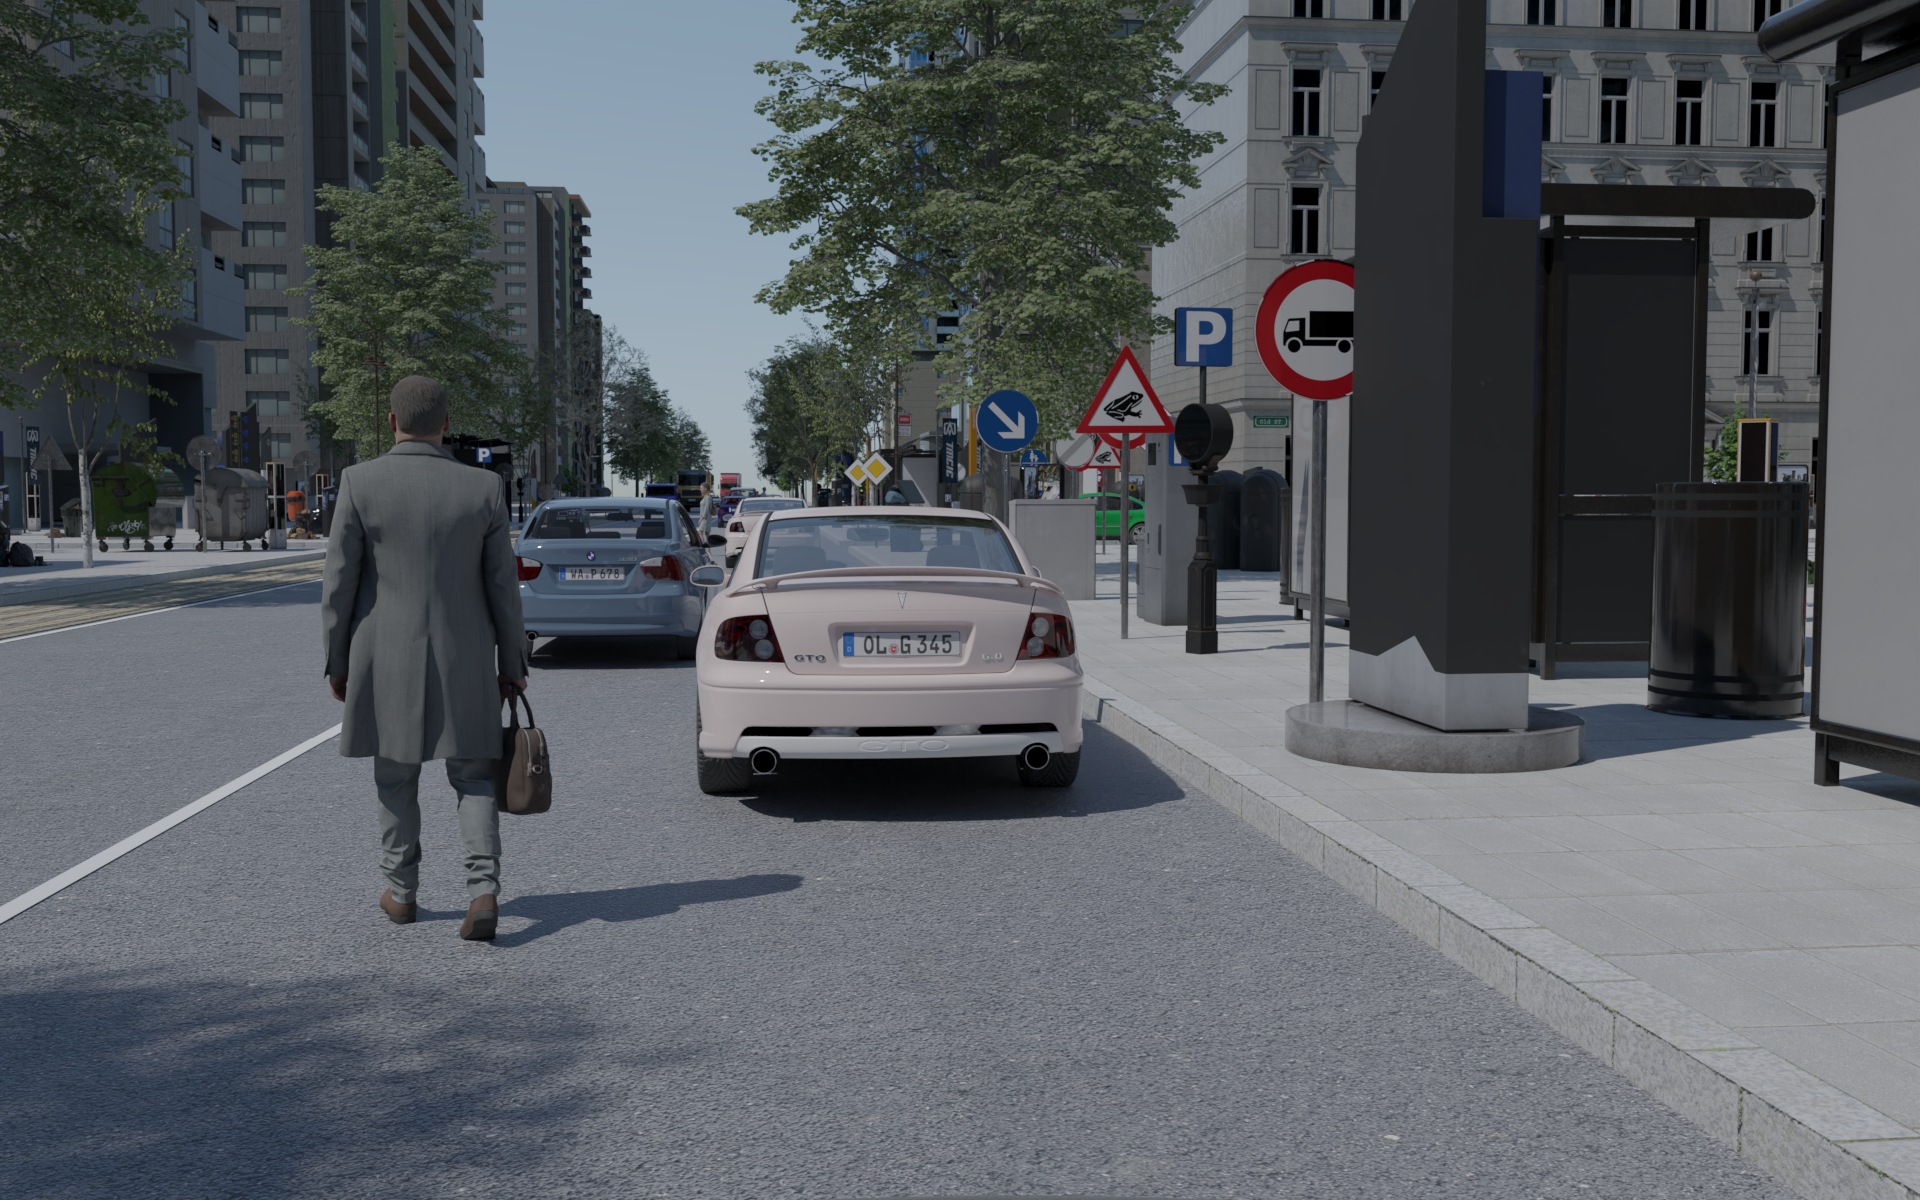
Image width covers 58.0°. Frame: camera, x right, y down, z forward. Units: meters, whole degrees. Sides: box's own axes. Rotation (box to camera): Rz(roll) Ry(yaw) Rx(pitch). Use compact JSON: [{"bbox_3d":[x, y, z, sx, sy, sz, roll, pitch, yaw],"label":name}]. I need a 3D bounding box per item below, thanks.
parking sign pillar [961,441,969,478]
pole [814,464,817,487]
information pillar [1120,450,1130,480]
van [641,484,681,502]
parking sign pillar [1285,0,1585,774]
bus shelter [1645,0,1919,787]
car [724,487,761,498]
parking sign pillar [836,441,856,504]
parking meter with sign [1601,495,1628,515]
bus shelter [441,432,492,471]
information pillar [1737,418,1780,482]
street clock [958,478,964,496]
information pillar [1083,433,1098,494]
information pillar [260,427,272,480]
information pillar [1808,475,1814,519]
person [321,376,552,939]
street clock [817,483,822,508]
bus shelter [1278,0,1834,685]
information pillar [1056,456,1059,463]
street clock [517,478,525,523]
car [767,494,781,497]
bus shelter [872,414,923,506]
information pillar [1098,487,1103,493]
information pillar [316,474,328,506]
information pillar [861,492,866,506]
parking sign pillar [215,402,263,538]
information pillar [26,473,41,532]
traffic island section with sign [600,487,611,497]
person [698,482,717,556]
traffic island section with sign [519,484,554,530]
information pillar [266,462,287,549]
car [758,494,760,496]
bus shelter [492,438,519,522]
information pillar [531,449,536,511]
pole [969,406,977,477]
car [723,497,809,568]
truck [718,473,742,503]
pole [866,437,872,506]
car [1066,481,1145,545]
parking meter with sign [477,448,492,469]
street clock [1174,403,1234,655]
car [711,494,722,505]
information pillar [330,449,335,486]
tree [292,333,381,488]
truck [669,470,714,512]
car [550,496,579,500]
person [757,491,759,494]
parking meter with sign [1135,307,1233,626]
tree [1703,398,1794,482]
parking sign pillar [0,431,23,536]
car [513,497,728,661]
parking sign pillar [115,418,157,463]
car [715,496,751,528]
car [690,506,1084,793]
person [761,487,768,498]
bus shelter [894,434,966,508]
[{"bbox_3d":[0.478,-5.476,78.003,1.447,3.967,1.447,-2,4,-25],"label":"parking sign pillar"},{"bbox_3d":[-9.634,-7.441,115.501,0.158,3.312,0.155,0,3,0],"label":"pole"},{"bbox_3d":[6.229,-4.542,65.611,0.183,3.616,0.504,-3,5,-40],"label":"information pillar"},{"bbox_3d":[-17.137,-5.820,99.538,2.240,2.365,5.245,-1,4,-8],"label":"van"},{"bbox_3d":[2.355,-1.227,8.535,1.447,3.967,1.447,0,4,-7],"label":"parking sign pillar"},{"bbox_3d":[4.730,-1.744,6.144,2.179,5.291,8.768,0,4,-7],"label":"bus shelter"},{"bbox_3d":[-12.577,-5.624,100.622,2.281,1.827,5.304,0,4,-6],"label":"car"},{"bbox_3d":[-5.725,-6.032,87.103,1.447,3.967,1.447,-3,4,-36],"label":"parking sign pillar"},{"bbox_3d":[13.356,-2.386,35.274,0.543,3.016,1.738,1,4,11],"label":"parking meter with sign"},{"bbox_3d":[-20.048,-4.730,68.615,1.731,3.624,6.357,0,4,-7],"label":"bus shelter"},{"bbox_3d":[7.833,-0.768,17.042,0.304,2.012,0.304,3,5,41],"label":"information pillar"},{"bbox_3d":[0.056,-4.323,75.254,0.358,2.002,0.471,2,4,30],"label":"street clock"},{"bbox_3d":[4.083,-3.832,54.004,0.504,3.616,0.183,2,4,30],"label":"information pillar"},{"bbox_3d":[-23.983,-4.195,59.948,0.183,3.616,0.504,1,4,17],"label":"information pillar"},{"bbox_3d":[31.952,-3.718,65.286,0.304,2.012,0.304,-2,4,-33],"label":"information pillar"},{"bbox_3d":[-1.726,0.178,5.685,0.694,1.812,0.767,-1,4,-23],"label":"person"},{"bbox_3d":[-9.565,-6.866,116.825,0.471,2.002,0.358,1,4,11],"label":"street clock"},{"bbox_3d":[4.342,-2.352,16.087,2.179,5.291,8.768,0,4,-6],"label":"bus shelter"},{"bbox_3d":[5.255,-6.254,93.599,0.183,3.616,0.504,-1,4,-11],"label":"information pillar"},{"bbox_3d":[-19.607,-4.449,77.310,0.358,2.002,0.471,0,4,1],"label":"street clock"},{"bbox_3d":[-12.918,-6.541,118.955,2.014,1.417,4.499,0,4,-7],"label":"car"},{"bbox_3d":[-3.204,-6.514,84.140,2.179,5.291,8.768,0,4,-7],"label":"bus shelter"},{"bbox_3d":[5.924,-4.283,74.513,0.304,2.012,0.304,-2,4,-32],"label":"information pillar"},{"bbox_3d":[-23.892,-3.697,64.938,0.304,2.012,0.304,1,4,21],"label":"information pillar"},{"bbox_3d":[-5.544,-5.745,98.429,0.304,2.012,0.304,1,4,9],"label":"information pillar"},{"bbox_3d":[-20.995,-3.781,50.284,1.447,3.967,1.447,1,4,18],"label":"parking sign pillar"},{"bbox_3d":[-31.642,-3.343,59.147,0.304,2.012,0.304,0,4,-2],"label":"information pillar"},{"bbox_3d":[-19.824,-5.409,97.070,1.989,1.847,2.006,0,4,-6],"label":"traffic island section with sign"},{"bbox_3d":[-5.880,-1.869,40.063,0.522,1.701,0.512,-1,4,-15],"label":"person"},{"bbox_3d":[-16.747,-3.762,70.133,1.989,1.847,2.006,0,4,-6],"label":"traffic island section with sign"},{"bbox_3d":[-15.905,-2.191,40.314,0.304,2.012,0.304,2,4,33],"label":"information pillar"},{"bbox_3d":[-22.959,-11.265,193.972,2.009,1.686,4.222,0,4,-5],"label":"car"},{"bbox_3d":[-20.524,-5.159,75.631,1.731,3.624,6.357,0,4,-7],"label":"bus shelter"},{"bbox_3d":[-22.281,-6.066,90.535,0.183,3.616,0.504,-3,4,-36],"label":"information pillar"},{"bbox_3d":[0.300,-2.834,40.181,0.158,3.312,0.155,0,3,0],"label":"pole"},{"bbox_3d":[-3.760,-1.384,34.991,2.083,1.381,4.827,0,4,-5],"label":"car"},{"bbox_3d":[-30.636,-14.826,231.325,2.839,4.237,11.283,0,4,-5],"label":"truck"},{"bbox_3d":[-3.259,-4.166,61.965,0.158,3.312,0.155,0,3,0],"label":"pole"},{"bbox_3d":[3.393,-2.314,46.638,4.718,1.807,1.959,0,4,-6],"label":"car"},{"bbox_3d":[-17.931,-4.166,64.377,0.543,3.016,1.738,0,4,3],"label":"parking meter with sign"},{"bbox_3d":[1.947,-0.570,13.891,0.358,2.002,0.471,-2,4,-33],"label":"street clock"},{"bbox_3d":[-27.713,-11.142,194.173,2.014,1.417,4.499,0,4,-8],"label":"car"},{"bbox_3d":[-32.368,-5.996,89.394,0.183,3.616,0.504,-2,4,-34],"label":"information pillar"},{"bbox_3d":[-27.043,-7.691,76.109,4.737,8.622,4.395,0,3,0],"label":"tree"},{"bbox_3d":[-21.292,-8.750,138.989,3.469,3.379,9.791,0,4,-5],"label":"truck"},{"bbox_3d":[-16.925,-3.751,73.912,1.945,1.354,3.894,0,4,-7],"label":"car"},{"bbox_3d":[-27.211,-13.776,233.364,1.348,1.869,0.705,2,4,23],"label":"person"},{"bbox_3d":[2.130,-1.274,17.088,0.543,3.016,1.738,-1,4,-10],"label":"parking meter with sign"},{"bbox_3d":[15.773,-2.491,35.332,1.663,3.219,1.824,0,3,0],"label":"tree"},{"bbox_3d":[-29.869,-3.980,53.551,1.447,3.967,1.447,-2,4,-32],"label":"parking sign pillar"},{"bbox_3d":[-3.202,-0.256,16.189,2.014,1.417,4.499,0,4,-6],"label":"car"},{"bbox_3d":[-29.150,-4.456,61.333,1.447,3.967,1.447,3,5,40],"label":"parking sign pillar"},{"bbox_3d":[-9.601,-3.806,74.807,1.945,1.354,3.894,0,4,-7],"label":"car"},{"bbox_3d":[-0.492,0.159,9.762,2.083,1.381,4.827,0,4,-6],"label":"car"},{"bbox_3d":[-10.037,-4.870,88.348,0.641,1.798,0.478,3,4,37],"label":"person"},{"bbox_3d":[-1.110,-4.124,61.350,2.014,3.302,5.546,0,4,-7],"label":"bus shelter"}]
